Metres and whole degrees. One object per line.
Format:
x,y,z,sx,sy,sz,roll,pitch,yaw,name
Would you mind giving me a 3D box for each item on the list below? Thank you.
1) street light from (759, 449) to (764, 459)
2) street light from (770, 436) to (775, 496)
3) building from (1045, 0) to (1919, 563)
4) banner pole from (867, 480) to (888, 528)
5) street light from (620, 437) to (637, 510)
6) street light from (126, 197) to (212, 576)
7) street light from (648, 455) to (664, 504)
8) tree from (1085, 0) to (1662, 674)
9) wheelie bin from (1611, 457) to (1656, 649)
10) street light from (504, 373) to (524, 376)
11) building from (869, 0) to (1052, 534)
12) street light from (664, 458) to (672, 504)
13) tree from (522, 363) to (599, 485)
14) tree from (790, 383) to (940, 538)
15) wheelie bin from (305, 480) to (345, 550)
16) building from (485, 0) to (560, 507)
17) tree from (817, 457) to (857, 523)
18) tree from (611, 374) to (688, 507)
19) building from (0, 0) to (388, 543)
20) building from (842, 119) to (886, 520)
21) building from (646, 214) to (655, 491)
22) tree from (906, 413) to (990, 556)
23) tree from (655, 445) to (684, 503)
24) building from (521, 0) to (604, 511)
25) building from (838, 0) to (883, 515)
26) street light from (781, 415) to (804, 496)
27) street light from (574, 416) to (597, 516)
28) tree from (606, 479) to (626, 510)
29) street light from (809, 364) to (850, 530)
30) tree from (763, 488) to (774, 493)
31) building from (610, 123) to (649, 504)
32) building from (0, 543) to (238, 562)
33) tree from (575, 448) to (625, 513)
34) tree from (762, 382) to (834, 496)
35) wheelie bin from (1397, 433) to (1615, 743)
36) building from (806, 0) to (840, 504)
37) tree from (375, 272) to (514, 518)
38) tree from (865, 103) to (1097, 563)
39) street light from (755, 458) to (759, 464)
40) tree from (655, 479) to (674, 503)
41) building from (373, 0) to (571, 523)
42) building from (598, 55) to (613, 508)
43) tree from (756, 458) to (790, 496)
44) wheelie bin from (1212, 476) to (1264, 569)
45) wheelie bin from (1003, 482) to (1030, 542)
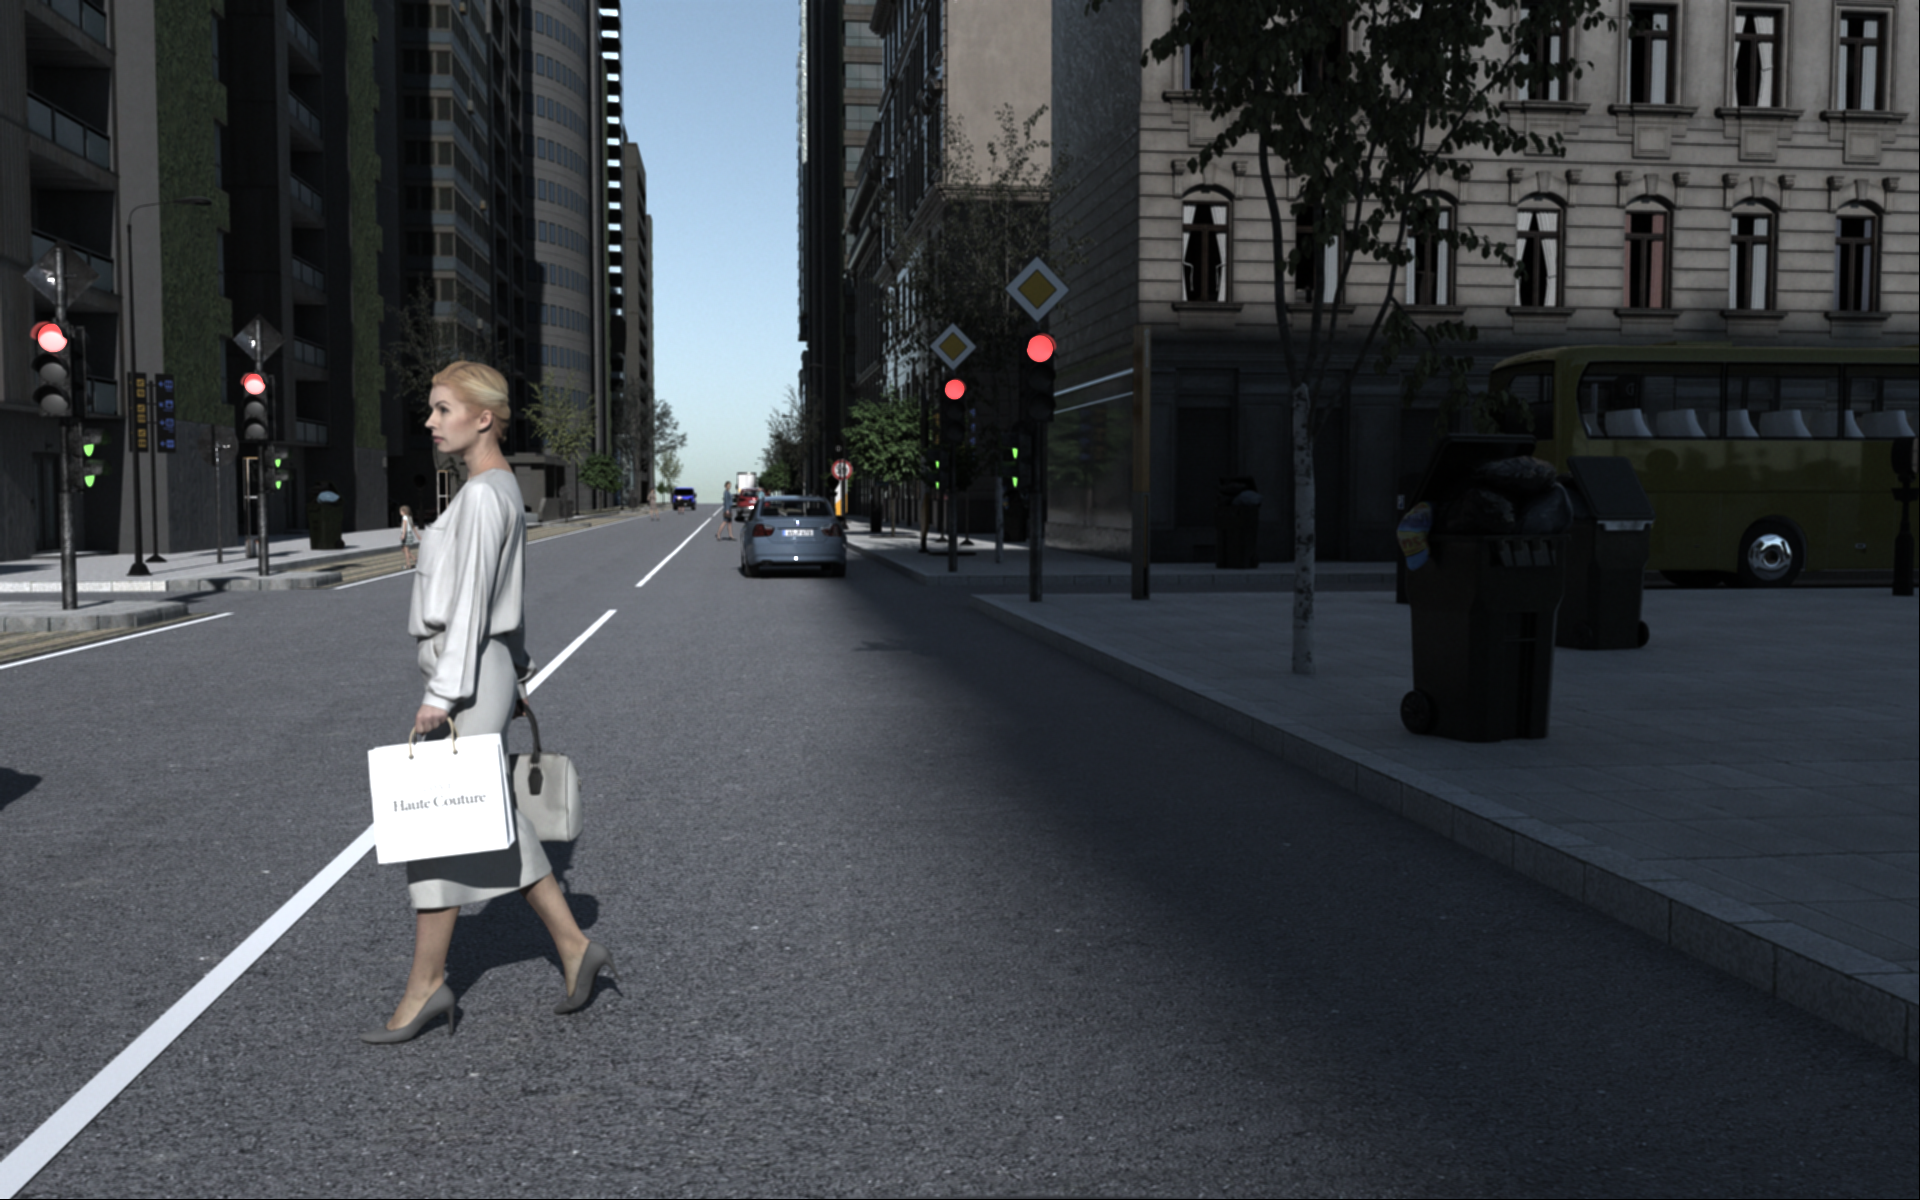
-19.764,-12.622,178.911,1.470,5.913,1.316,0,4,-7,street light
-14.541,-10.165,138.733,1.470,5.913,1.316,0,4,-7,street light
11.464,-11.498,37.144,18.267,20.994,9.793,0,4,-7,building
-3.074,-4.570,64.742,0.863,3.779,0.401,0,4,3,banner pole
-27.189,-10.364,141.990,1.470,5.913,1.316,0,4,-7,street light
-12.390,-3.341,27.162,1.470,5.913,1.316,0,4,-7,street light
-32.857,-13.050,185.904,1.470,5.913,1.316,0,4,-7,street light
2.539,-3.766,11.930,4.737,8.622,4.395,0,3,0,tree
5.296,-0.402,14.480,0.980,1.594,0.693,-1,4,-21,wheelie bin
-17.383,-5.744,66.448,1.470,5.913,1.316,0,4,-7,street light
3.602,-16.549,67.836,12.463,27.353,25.104,0,4,-7,building
-38.089,-15.482,225.664,1.470,5.913,1.316,0,4,-7,street light
-22.662,-9.052,98.358,4.737,8.622,4.395,0,3,0,tree
-1.955,-4.144,51.462,4.285,4.588,4.351,0,3,0,tree
-14.604,-1.954,39.861,0.980,1.594,0.693,2,4,33,wheelie bin
-36.569,-41.057,109.541,20.563,71.187,20.611,0,4,-7,building
-5.324,-5.106,78.088,1.663,3.219,1.824,0,3,0,tree
-32.824,-16.253,176.100,12.009,13.543,11.850,0,3,0,tree
-27.150,-22.709,54.882,14.154,41.232,14.086,0,4,-7,building
1.091,-15.331,92.459,13.314,21.916,24.055,0,4,-7,building
-50.856,-34.368,245.508,14.154,41.232,14.086,0,4,-7,building
-0.180,-2.564,36.527,1.663,3.219,1.824,0,3,0,tree
-41.466,-18.149,247.091,4.737,8.622,4.395,0,3,0,tree
-39.664,-36.214,134.097,21.231,58.520,28.212,0,4,-7,building
-1.051,-26.333,114.135,14.154,41.232,14.086,0,4,-7,building
-9.843,-7.940,102.360,1.470,5.913,1.316,0,4,-7,street light
-22.182,-7.961,102.706,1.470,5.913,1.316,0,4,-7,street light
-27.808,-8.791,138.326,1.663,3.219,1.824,0,3,0,tree
-4.686,-5.473,62.032,1.470,5.913,1.316,0,4,-7,street light
-26.948,-15.156,242.404,1.663,3.219,1.824,0,3,0,tree
-52.188,-36.854,226.271,21.300,48.544,21.600,0,4,-7,building
-23.608,-21.377,33.111,14.154,41.232,14.086,0,4,-7,building
-25.074,-8.389,120.881,4.285,4.588,4.351,0,3,0,tree
-10.428,-9.949,113.035,4.360,8.622,3.978,0,3,0,tree
2.812,-0.078,9.189,0.980,1.594,0.693,-2,4,-25,wheelie bin
-3.888,-38.005,163.385,21.231,58.520,28.212,0,4,-7,building
-17.350,-6.605,58.362,4.360,8.622,3.978,0,3,0,tree
0.499,-4.985,31.873,4.360,8.622,3.978,0,3,0,tree
-25.269,-15.264,222.107,1.470,5.913,1.316,0,4,-7,street light
-38.130,-13.890,221.708,1.663,3.219,1.824,0,3,0,tree
-35.552,-23.802,81.044,32.217,40.220,23.993,0,4,-7,building
-39.157,-28.892,155.974,14.154,41.232,14.086,0,4,-7,building
-15.948,-10.512,155.583,4.285,4.588,4.351,0,3,0,tree
4.771,-1.340,29.816,0.980,1.594,0.693,3,4,36,wheelie bin
1.490,-2.356,46.431,0.693,1.594,0.980,1,4,20,wheelie bin
